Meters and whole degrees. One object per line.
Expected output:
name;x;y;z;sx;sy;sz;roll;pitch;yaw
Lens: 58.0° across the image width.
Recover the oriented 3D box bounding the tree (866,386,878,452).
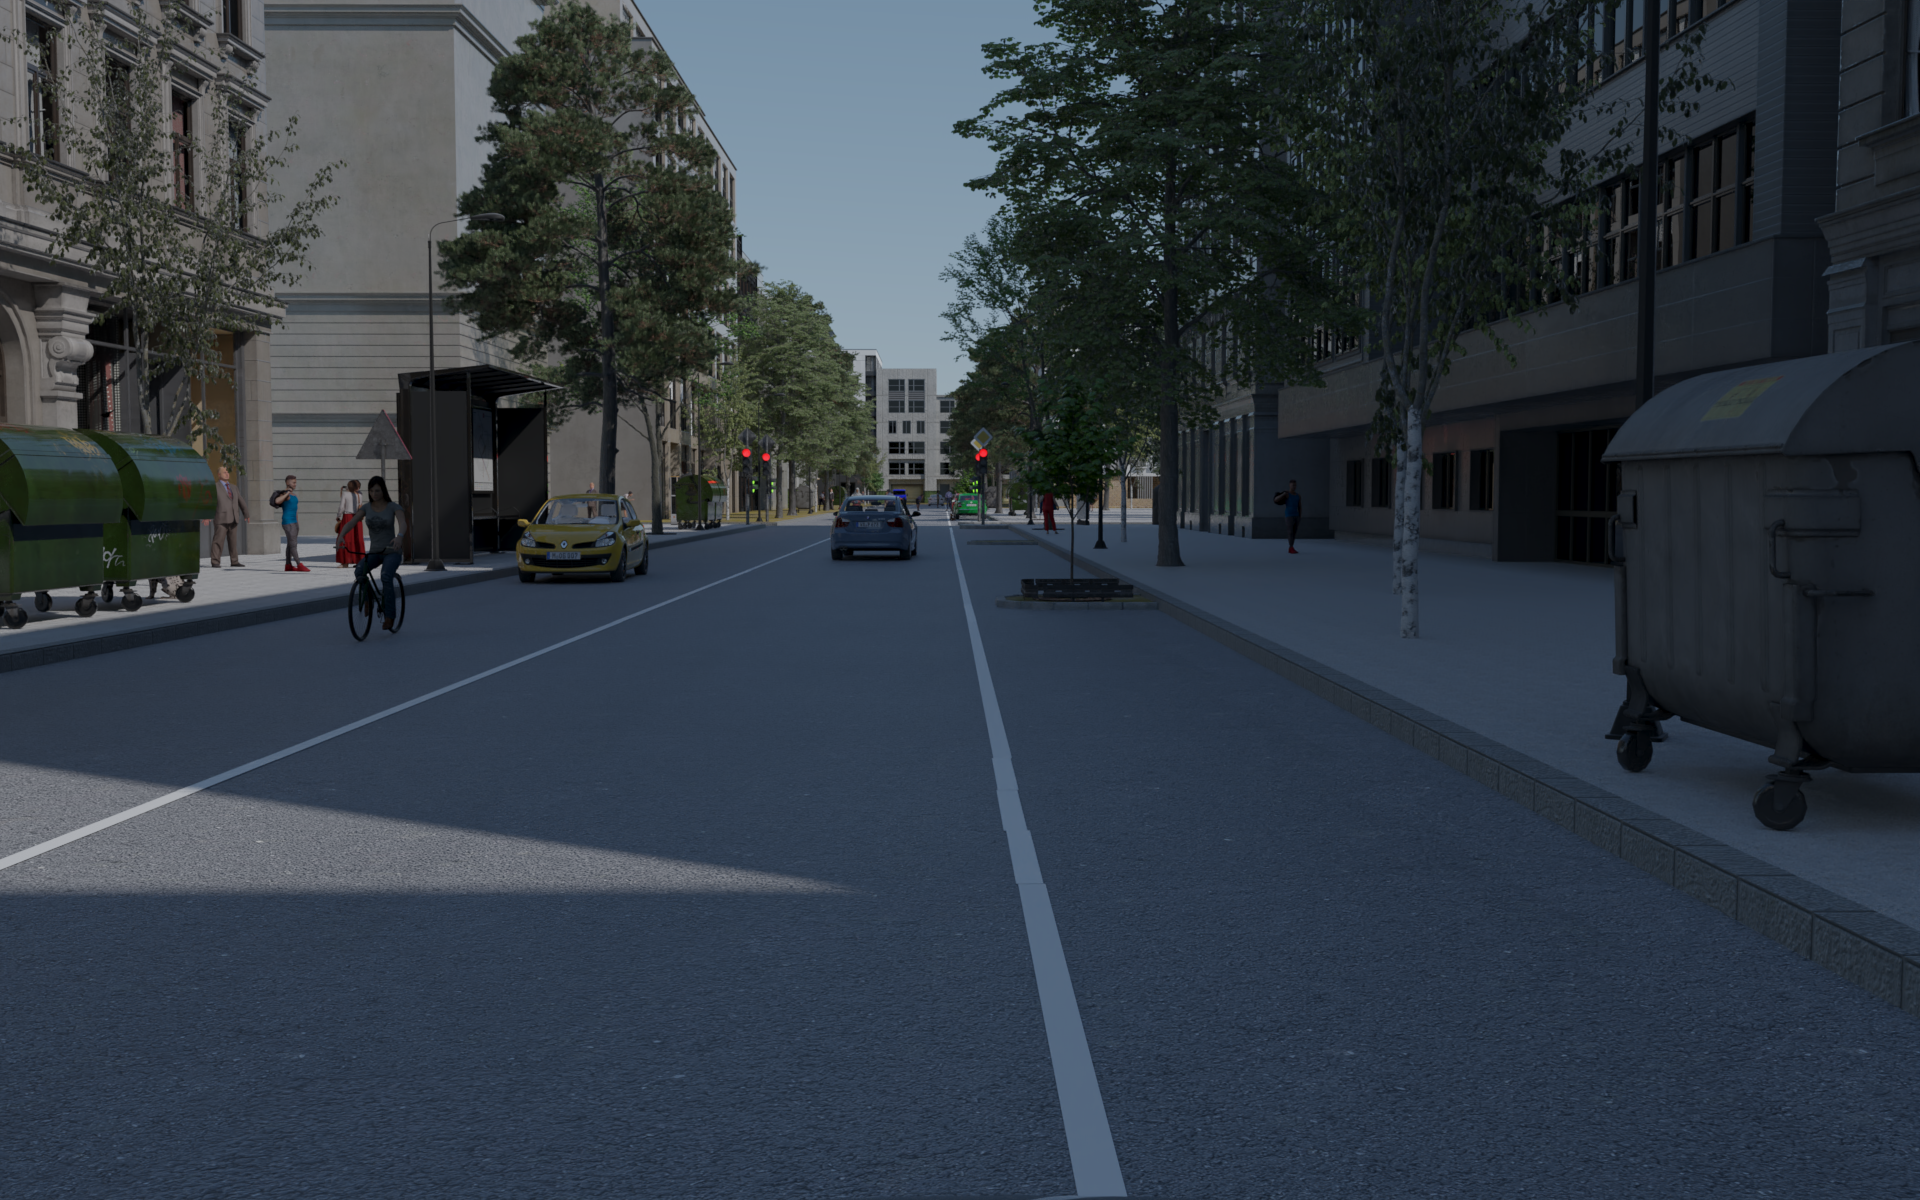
tree;-9.779;-13.090;132.141;7.486;12.596;7.792;0;3;0

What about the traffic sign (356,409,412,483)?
traffic sign;-8.864;-1.629;26.644;0.884;2.594;0.081;0;4;4

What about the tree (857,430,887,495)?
tree;-10.526;-14.985;195.363;4.737;8.622;4.395;0;3;0

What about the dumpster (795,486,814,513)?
dumpster;-10.616;-6.867;118.027;1.264;1.857;1.865;0;4;0

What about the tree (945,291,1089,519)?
tree;3.760;-10.321;90.800;6.751;12.117;7.091;0;3;0

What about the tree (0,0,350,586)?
tree;-11.005;-4.500;23.945;4.360;8.622;3.978;0;3;0

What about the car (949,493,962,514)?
car;0.301;-7.132;125.642;2.155;1.783;4.494;0;3;0

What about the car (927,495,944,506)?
car;-2.882;-11.944;207.641;2.083;1.381;4.827;0;4;-1

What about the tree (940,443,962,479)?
tree;1.436;-18.032;229.229;7.601;10.594;8.767;2;4;27

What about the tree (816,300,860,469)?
tree;-9.875;-12.008;103.752;7.806;13.903;7.818;0;3;0

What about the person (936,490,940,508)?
person;-2.243;-10.428;178.992;0.705;1.824;1.348;0;4;2

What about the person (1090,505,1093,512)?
person;9.437;-7.200;126.952;0.628;1.438;0.799;3;4;39

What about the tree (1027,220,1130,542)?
tree;4.494;-5.847;45.962;4.360;8.622;3.978;0;3;0

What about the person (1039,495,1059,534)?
person;2.852;-2.919;55.480;0.593;1.614;0.444;2;4;25

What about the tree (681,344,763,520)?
tree;-11.499;-8.234;84.980;4.737;8.622;4.395;0;3;0

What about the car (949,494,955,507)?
car;-0.373;-11.289;194.368;2.009;1.686;4.222;0;4;1

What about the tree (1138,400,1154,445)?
tree;16.282;-12.728;118.479;12.009;13.543;11.850;0;3;0

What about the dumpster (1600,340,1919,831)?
dumpster;3.629;-0.091;7.246;1.264;1.857;1.865;0;4;-1

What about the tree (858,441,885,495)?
tree;-11.725;-16.619;222.074;4.360;8.622;3.978;0;3;0

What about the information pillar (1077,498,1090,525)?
information pillar;5.108;-4.920;71.757;0.184;3.620;1.656;-1;4;-9

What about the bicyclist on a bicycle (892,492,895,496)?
bicyclist on a bicycle;-6.459;-9.512;165.544;1.499;1.676;1.625;0;4;-1

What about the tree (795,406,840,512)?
tree;-10.523;-10.594;123.578;4.360;8.622;3.978;0;3;0

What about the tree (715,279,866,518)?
tree;-9.239;-10.635;92.010;7.486;12.596;7.792;0;3;0

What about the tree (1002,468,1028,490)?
tree;4.831;-11.372;136.300;4.737;8.622;4.395;0;3;0

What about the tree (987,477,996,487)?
tree;2.896;-12.538;188.714;4.285;4.588;4.351;0;3;0

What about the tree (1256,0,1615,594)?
tree;5.866;-4.379;21.952;4.737;8.622;4.395;0;3;0

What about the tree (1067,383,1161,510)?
tree;7.936;-8.111;82.979;4.737;8.622;4.395;0;3;0

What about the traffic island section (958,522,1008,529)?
traffic island section;0.984;-3.052;72.183;2.009;0.180;2.903;0;4;-1

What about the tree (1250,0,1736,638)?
tree;4.241;-3.970;15.266;4.360;8.622;3.978;0;3;0

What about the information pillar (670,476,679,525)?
information pillar;-11.743;-4.089;71.353;0.304;2.012;0.304;0;4;6

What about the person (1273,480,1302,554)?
person;7.131;-1.805;37.425;0.647;1.594;0.662;-2;4;-30

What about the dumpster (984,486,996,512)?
dumpster;2.416;-7.432;127.278;1.264;1.857;1.865;0;4;-1

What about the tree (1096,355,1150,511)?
tree;11.573;-13.890;134.524;7.806;13.903;7.818;0;3;0

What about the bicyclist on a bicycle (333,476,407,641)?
bicyclist on a bicycle;-5.816;-0.444;17.287;1.499;1.676;1.625;0;4;0

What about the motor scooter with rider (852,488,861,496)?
motor scooter with rider;-4.998;-4.533;83.082;0.876;1.779;1.986;0;4;-2

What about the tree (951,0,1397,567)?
tree;3.752;-6.845;30.047;7.486;12.596;7.792;0;3;0

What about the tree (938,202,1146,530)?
tree;3.006;-8.315;61.714;9.928;11.665;9.643;0;3;0

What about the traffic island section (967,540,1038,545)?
traffic island section;1.188;-1.642;49.713;1.991;0.108;1.994;0;4;-1

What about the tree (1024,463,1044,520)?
tree;3.807;-5.524;84.924;1.663;3.219;1.824;0;3;0

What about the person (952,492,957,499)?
person;-0.416;-9.530;164.311;0.705;1.824;1.348;-1;4;-22

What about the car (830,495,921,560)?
car;-1.904;-1.649;38.971;2.014;1.417;4.499;0;4;1

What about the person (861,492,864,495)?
person;-13.098;-13.796;234.610;0.990;1.755;0.434;-2;4;-28

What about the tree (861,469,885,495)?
tree;-10.736;-14.067;213.714;4.285;4.588;4.351;0;3;0

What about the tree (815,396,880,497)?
tree;-11.233;-15.363;173.237;6.751;12.117;7.091;0;3;0

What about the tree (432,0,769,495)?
tree;-8.890;-8.313;43.344;7.806;13.903;7.818;0;3;0

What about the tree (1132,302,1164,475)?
tree;14.257;-11.950;102.033;9.857;13.997;8.962;0;3;0

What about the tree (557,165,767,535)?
tree;-9.655;-7.877;54.548;9.928;11.665;9.643;0;3;0

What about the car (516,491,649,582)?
car;-6.348;-1.168;29.328;2.015;1.641;3.980;0;4;-2

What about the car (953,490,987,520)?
car;0.540;-5.515;98.965;1.959;1.807;4.718;0;4;-2
